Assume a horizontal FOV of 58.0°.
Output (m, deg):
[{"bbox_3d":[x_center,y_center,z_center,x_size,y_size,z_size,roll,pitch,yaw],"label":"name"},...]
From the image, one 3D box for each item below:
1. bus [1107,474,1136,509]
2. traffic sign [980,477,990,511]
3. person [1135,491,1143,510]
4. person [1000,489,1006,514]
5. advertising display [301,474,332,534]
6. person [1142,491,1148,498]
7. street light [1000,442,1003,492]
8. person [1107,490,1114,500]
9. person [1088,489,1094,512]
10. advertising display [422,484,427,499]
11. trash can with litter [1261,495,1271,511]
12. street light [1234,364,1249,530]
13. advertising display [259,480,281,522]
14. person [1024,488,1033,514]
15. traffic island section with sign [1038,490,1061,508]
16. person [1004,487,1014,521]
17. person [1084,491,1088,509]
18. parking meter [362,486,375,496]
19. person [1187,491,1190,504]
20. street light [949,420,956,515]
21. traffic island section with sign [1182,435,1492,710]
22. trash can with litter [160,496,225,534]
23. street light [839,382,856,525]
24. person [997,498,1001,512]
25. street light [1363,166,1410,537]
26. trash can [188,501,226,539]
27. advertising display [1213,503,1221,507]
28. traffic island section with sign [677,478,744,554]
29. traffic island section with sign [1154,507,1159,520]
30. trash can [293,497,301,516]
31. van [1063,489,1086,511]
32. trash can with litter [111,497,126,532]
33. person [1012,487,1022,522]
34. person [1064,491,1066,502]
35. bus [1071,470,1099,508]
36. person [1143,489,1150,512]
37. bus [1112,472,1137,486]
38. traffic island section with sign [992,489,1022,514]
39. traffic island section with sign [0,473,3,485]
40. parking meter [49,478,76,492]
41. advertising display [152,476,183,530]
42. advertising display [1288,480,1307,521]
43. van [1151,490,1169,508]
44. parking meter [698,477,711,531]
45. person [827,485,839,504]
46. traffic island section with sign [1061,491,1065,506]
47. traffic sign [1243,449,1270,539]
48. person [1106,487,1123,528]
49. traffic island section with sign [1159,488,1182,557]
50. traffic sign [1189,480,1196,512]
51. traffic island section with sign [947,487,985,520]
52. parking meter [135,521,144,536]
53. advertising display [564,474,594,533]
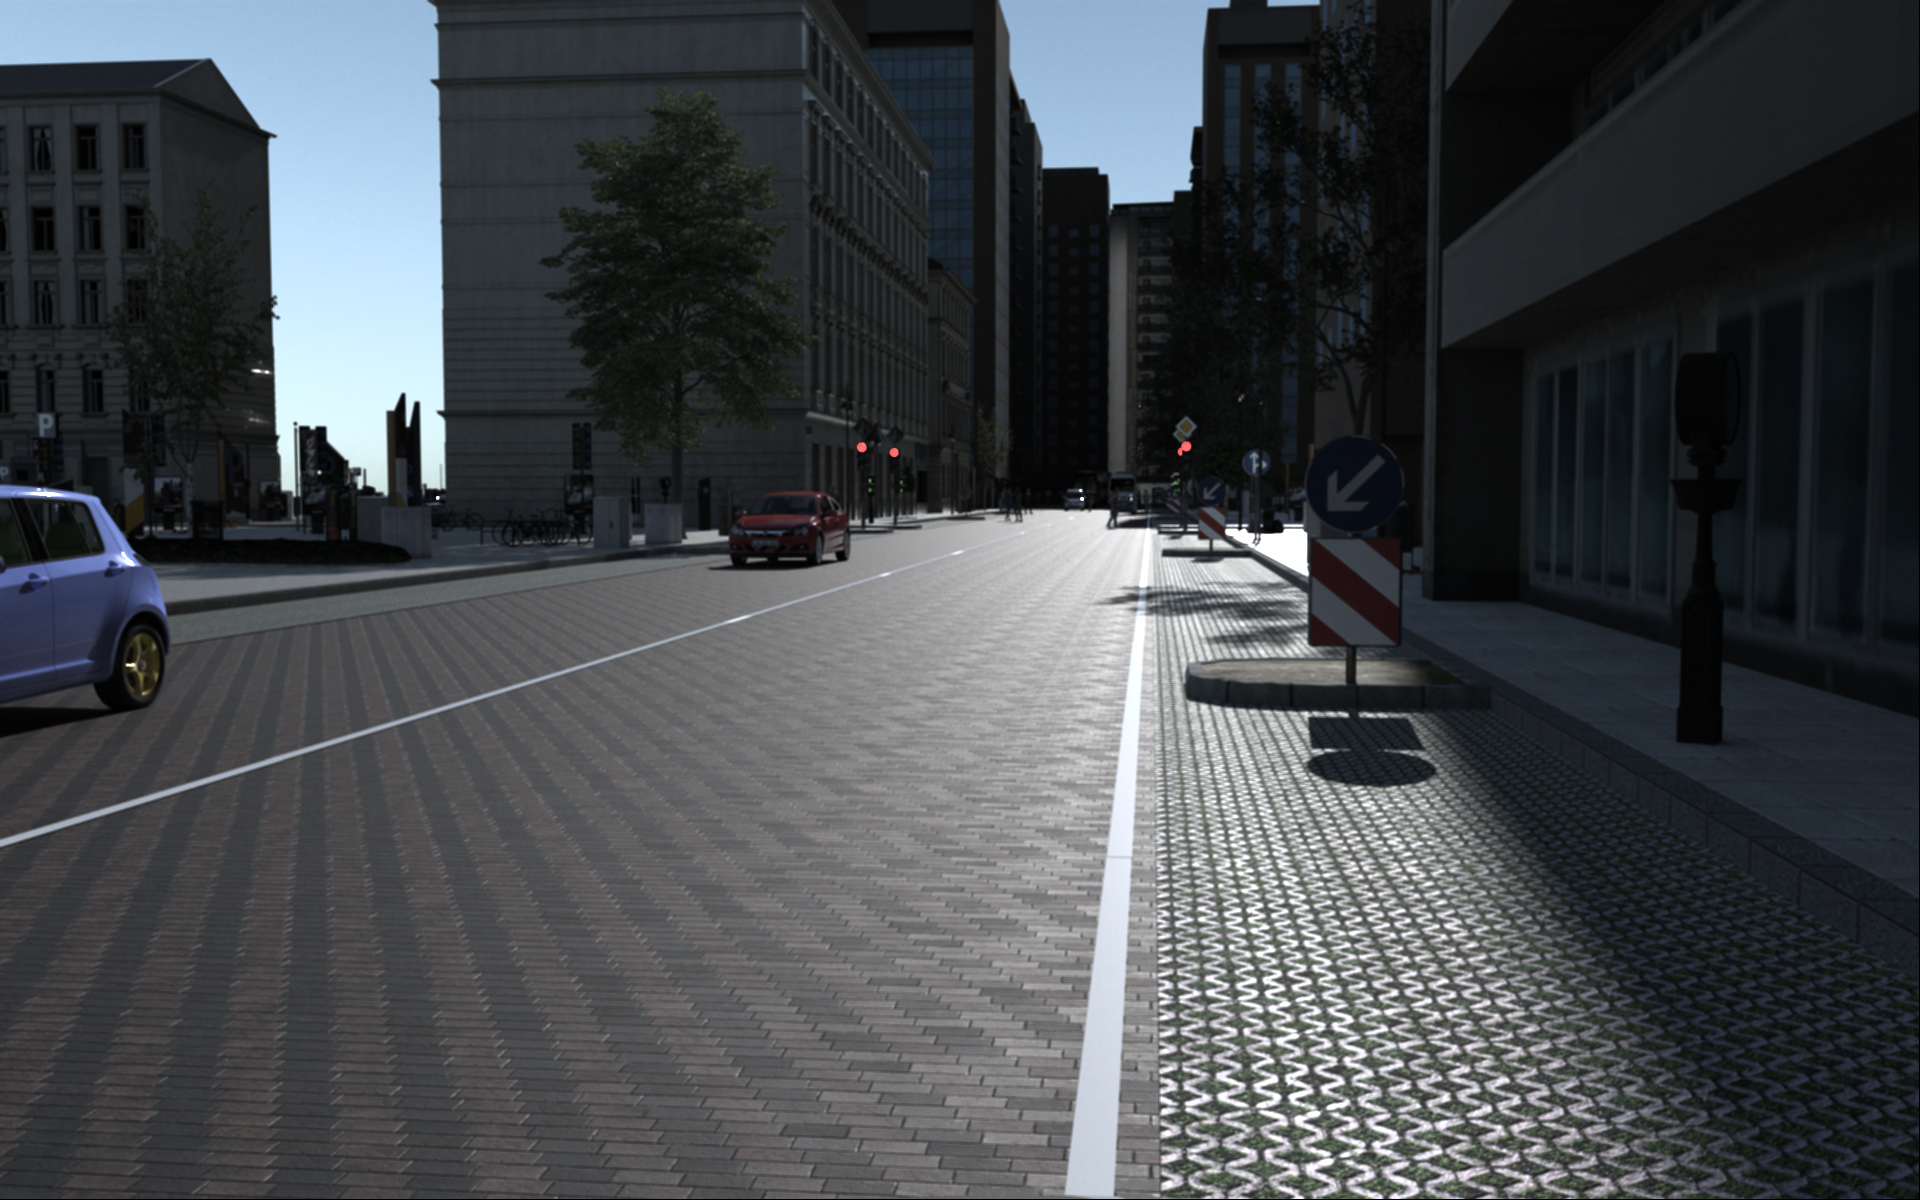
[{"bbox_3d":[15.761,-10.629,168.649,2.948,3.499,13.247,0,4,5],"label":"bus"},{"bbox_3d":[1.864,-7.815,127.878,0.768,2.556,0.104,1,4,14],"label":"traffic sign"},{"bbox_3d":[15.893,-8.799,153.046,1.217,1.739,0.721,-2,4,-32],"label":"person"},{"bbox_3d":[3.000,-6.872,120.960,0.391,1.810,0.635,-2,4,-29],"label":"person"},{"bbox_3d":[-20.651,-3.084,55.643,0.974,1.923,0.123,-3,5,-43],"label":"advertising display"},{"bbox_3d":[23.139,-12.628,214.972,1.348,1.824,0.705,-3,5,-41],"label":"person"},{"bbox_3d":[3.527,-10.570,145.610,0.468,5.910,1.993,0,4,6],"label":"street light"},{"bbox_3d":[13.759,-8.995,155.559,0.705,1.826,1.348,-3,4,-37],"label":"person"},{"bbox_3d":[10.549,-8.020,139.597,0.573,1.828,0.580,-1,4,-16],"label":"person"},{"bbox_3d":[-33.338,-6.275,107.807,0.123,1.923,0.974,-2,4,-27],"label":"advertising display"},{"bbox_3d":[24.145,-7.532,134.208,1.678,1.210,2.233,-3,5,-39],"label":"trash can with litter"},{"bbox_3d":[9.970,-5.423,61.458,0.468,5.910,1.993,0,4,6],"label":"street light"},{"bbox_3d":[-32.259,-4.634,80.986,0.974,1.923,0.123,-2,4,-35],"label":"advertising display"},{"bbox_3d":[4.858,-6.985,122.478,0.659,1.850,0.755,-2,4,-33],"label":"person"},{"bbox_3d":[8.806,-10.022,172.479,1.989,1.847,2.006,0,4,6],"label":"traffic island section with sign"},{"bbox_3d":[2.533,-5.095,91.834,0.581,1.822,0.654,3,5,44],"label":"person"},{"bbox_3d":[12.104,-9.823,169.644,0.750,1.759,0.617,-1,4,-9],"label":"person"},{"bbox_3d":[-17.875,-2.691,52.412,0.372,1.533,0.369,0,3,0],"label":"parking meter"},{"bbox_3d":[29.667,-13.302,225.624,0.705,1.869,1.348,3,5,43],"label":"person"},{"bbox_3d":[-0.486,-8.309,108.637,0.468,5.910,1.993,0,4,6],"label":"street light"},{"bbox_3d":[2.641,-0.236,12.480,1.989,1.847,2.006,0,4,6],"label":"traffic island section with sign"},{"bbox_3d":[-24.971,-2.763,56.240,2.233,1.210,1.678,1,4,23],"label":"trash can with litter"},{"bbox_3d":[-4.659,-6.053,71.749,0.468,5.910,1.993,0,4,6],"label":"street light"},{"bbox_3d":[2.866,-6.854,125.584,0.382,1.210,0.505,-3,5,-44],"label":"person"},{"bbox_3d":[6.080,-3.183,24.834,0.468,5.910,1.993,0,4,6],"label":"street light"},{"bbox_3d":[-16.110,-1.556,37.090,0.748,1.137,0.748,0,3,0],"label":"trash can"},{"bbox_3d":[12.679,-4.930,85.815,0.123,1.923,0.974,2,4,35],"label":"advertising display"},{"bbox_3d":[-5.606,-2.029,41.809,1.989,1.847,2.006,0,4,6],"label":"traffic island section with sign"},{"bbox_3d":[11.752,-5.285,95.035,1.989,1.847,2.006,0,4,6],"label":"traffic island section with sign"},{"bbox_3d":[-38.848,-5.473,101.141,0.748,1.137,0.748,0,3,0],"label":"trash can"},{"bbox_3d":[9.908,-8.731,149.755,2.013,2.044,4.112,0,4,6],"label":"van"},{"bbox_3d":[-28.236,-2.899,58.790,1.055,1.170,0.624,1,4,12],"label":"trash can with litter"},{"bbox_3d":[2.970,-4.849,88.029,0.529,1.795,0.600,-2,4,-26],"label":"person"},{"bbox_3d":[12.663,-12.231,208.488,1.348,1.823,0.705,3,4,39],"label":"person"},{"bbox_3d":[13.285,-11.755,183.737,2.896,3.916,12.252,0,4,4],"label":"bus"},{"bbox_3d":[15.214,-8.122,141.386,0.635,1.810,0.391,-2,4,-35],"label":"person"},{"bbox_3d":[17.836,-12.105,189.461,2.896,3.916,12.252,0,4,6],"label":"bus"},{"bbox_3d":[3.363,-6.999,123.062,1.989,1.847,2.006,0,4,6],"label":"traffic island section with sign"},{"bbox_3d":[-8.636,-0.352,14.383,1.989,1.847,2.006,0,4,6],"label":"traffic island section with sign"},{"bbox_3d":[-14.164,-1.159,27.366,0.372,1.533,0.369,0,3,0],"label":"parking meter"},{"bbox_3d":[-28.263,-3.462,61.813,0.974,1.923,0.123,-2,4,-35],"label":"advertising display"},{"bbox_3d":[15.906,-4.658,81.377,0.974,1.923,0.123,1,4,9],"label":"advertising display"},{"bbox_3d":[20.875,-10.561,179.681,2.013,2.044,4.112,0,4,5],"label":"van"},{"bbox_3d":[-8.970,-3.366,60.741,0.399,1.863,0.255,-2,4,-31],"label":"parking meter"},{"bbox_3d":[-4.987,-3.532,66.643,0.834,1.777,0.661,3,4,36],"label":"person"},{"bbox_3d":[11.761,-11.660,199.273,1.989,1.847,2.006,0,4,6],"label":"traffic island section with sign"},{"bbox_3d":[8.359,-2.983,48.880,0.768,2.556,0.104,1,4,10],"label":"traffic sign"},{"bbox_3d":[6.514,-3.889,72.930,0.643,1.720,0.563,1,4,17],"label":"person"},{"bbox_3d":[5.672,-1.916,39.952,1.989,1.847,2.006,0,4,6],"label":"traffic island section with sign"},{"bbox_3d":[16.947,-7.581,126.084,0.606,2.300,0.079,1,4,15],"label":"traffic sign"},{"bbox_3d":[0.366,-5.347,96.046,1.989,1.847,2.006,0,4,6],"label":"traffic island section with sign"},{"bbox_3d":[-25.301,-2.741,53.219,0.372,1.533,0.369,0,3,0],"label":"parking meter"},{"bbox_3d":[-12.479,-3.153,56.758,0.974,1.923,0.123,-2,4,-32],"label":"advertising display"}]
